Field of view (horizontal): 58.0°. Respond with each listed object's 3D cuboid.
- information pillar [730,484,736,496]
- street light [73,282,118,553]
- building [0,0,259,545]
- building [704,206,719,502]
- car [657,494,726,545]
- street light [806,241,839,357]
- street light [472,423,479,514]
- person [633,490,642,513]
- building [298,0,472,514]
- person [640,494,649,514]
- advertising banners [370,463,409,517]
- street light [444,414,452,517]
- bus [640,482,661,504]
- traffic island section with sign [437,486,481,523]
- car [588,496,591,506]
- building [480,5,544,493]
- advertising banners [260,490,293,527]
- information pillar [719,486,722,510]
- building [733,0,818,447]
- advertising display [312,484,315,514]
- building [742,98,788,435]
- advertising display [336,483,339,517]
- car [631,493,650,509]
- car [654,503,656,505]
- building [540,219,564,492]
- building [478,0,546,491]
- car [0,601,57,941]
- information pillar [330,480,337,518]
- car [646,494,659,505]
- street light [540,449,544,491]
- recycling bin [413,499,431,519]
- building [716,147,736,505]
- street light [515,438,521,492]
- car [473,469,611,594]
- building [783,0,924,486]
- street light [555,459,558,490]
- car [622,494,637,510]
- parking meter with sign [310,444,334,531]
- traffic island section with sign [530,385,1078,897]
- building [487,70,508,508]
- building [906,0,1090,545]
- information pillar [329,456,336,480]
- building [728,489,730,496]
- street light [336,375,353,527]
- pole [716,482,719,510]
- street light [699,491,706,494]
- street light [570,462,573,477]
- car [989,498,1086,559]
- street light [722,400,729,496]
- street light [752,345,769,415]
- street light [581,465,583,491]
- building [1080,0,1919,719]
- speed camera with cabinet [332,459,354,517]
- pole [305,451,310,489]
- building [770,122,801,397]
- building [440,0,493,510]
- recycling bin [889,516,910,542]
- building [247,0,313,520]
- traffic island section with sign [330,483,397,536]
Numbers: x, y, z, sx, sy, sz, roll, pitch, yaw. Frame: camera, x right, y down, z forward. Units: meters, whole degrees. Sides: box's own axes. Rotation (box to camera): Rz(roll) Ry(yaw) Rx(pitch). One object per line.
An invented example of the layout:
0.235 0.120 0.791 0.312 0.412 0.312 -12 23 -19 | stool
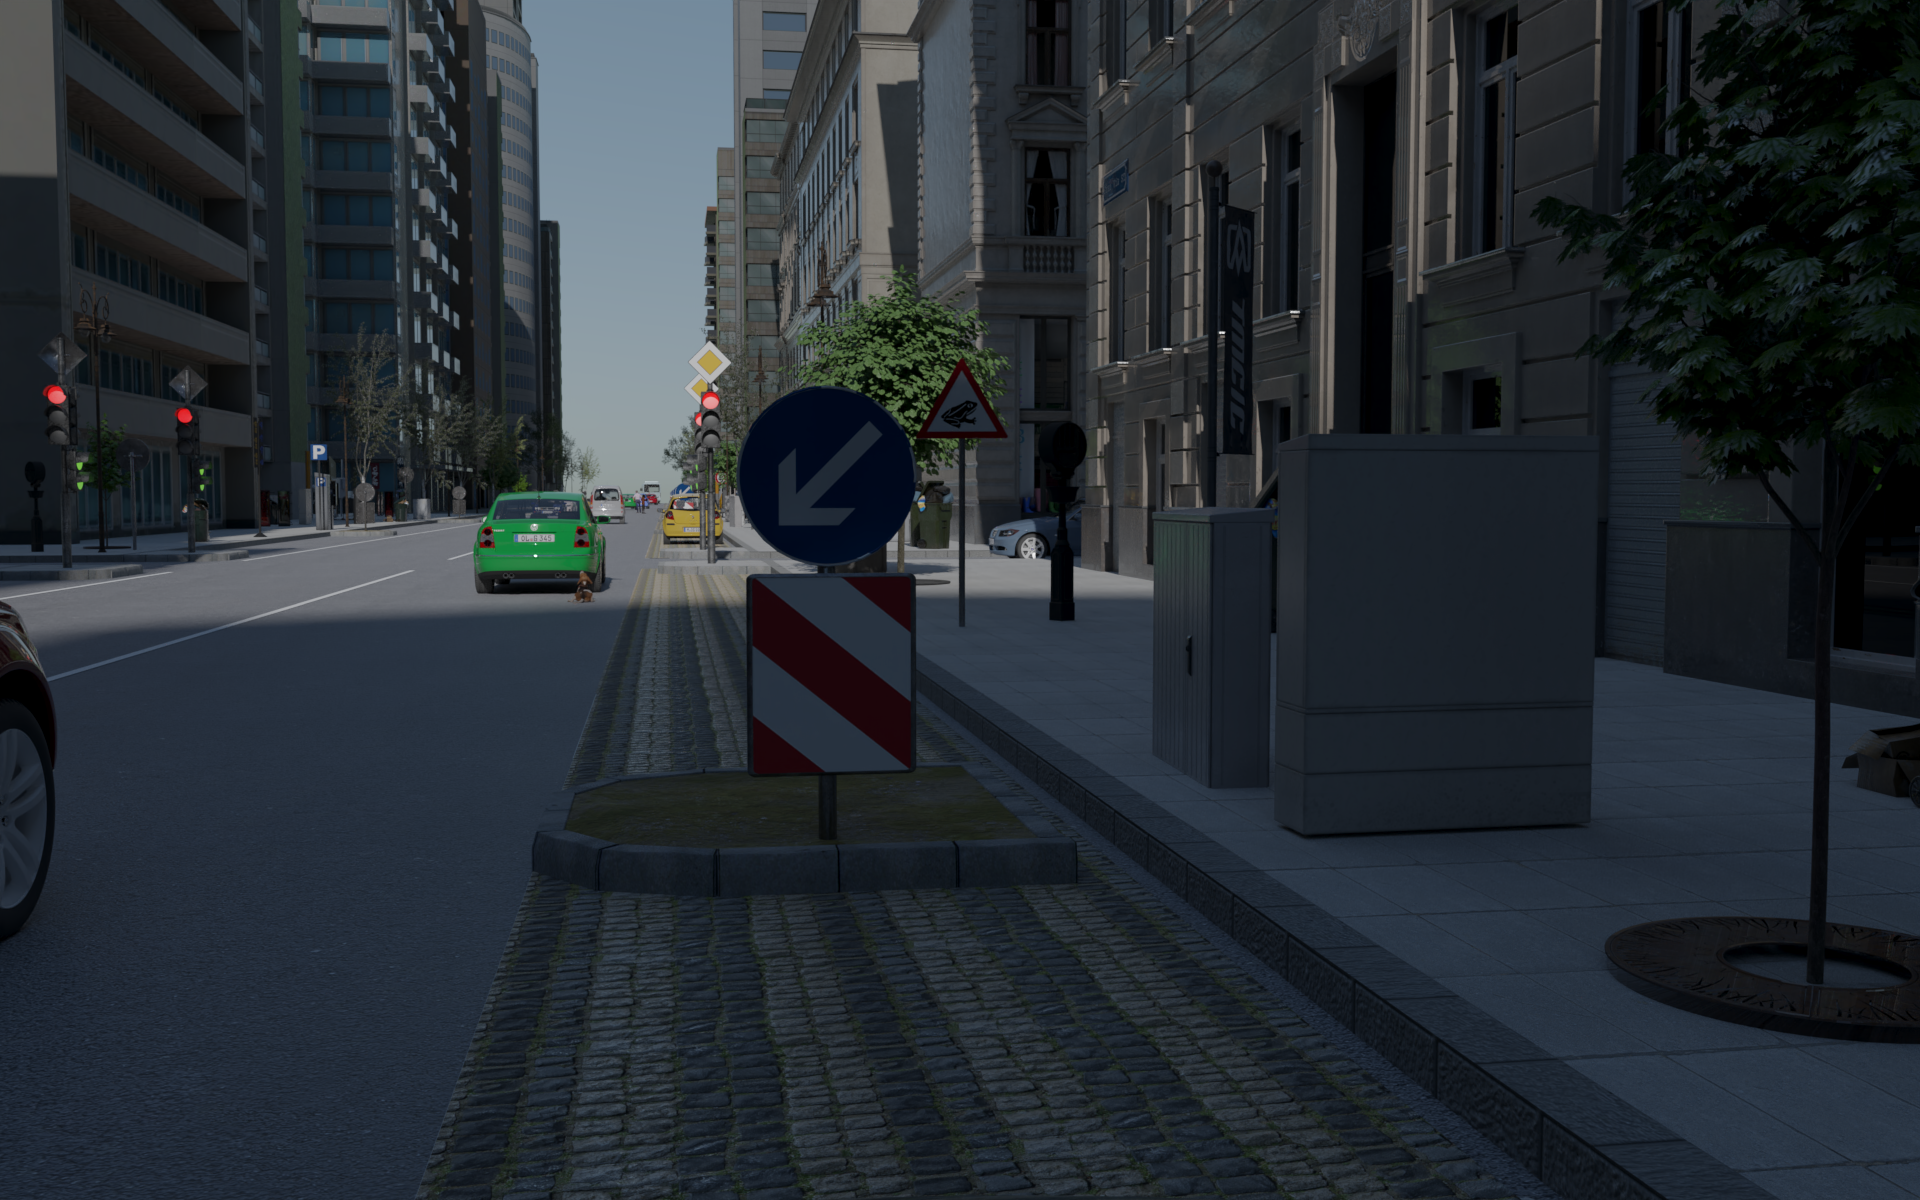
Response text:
-13.922 -6.220 106.196 0.304 2.012 0.304 0 4 1 | information pillar
-18.845 -3.981 37.873 0.468 5.910 1.993 -1 4 -10 | street light
-34.855 -26.136 51.028 21.300 48.544 21.600 -1 4 -10 | building
-26.910 -36.978 259.218 22.147 44.769 28.867 -1 4 -10 | building
-7.769 -2.446 50.222 2.015 1.641 3.980 -1 4 -10 | car
-2.525 -3.612 31.840 0.468 5.910 1.993 -1 4 -10 | street light
-31.629 -8.593 113.283 0.468 5.910 1.993 -1 4 -10 | street light
-24.566 -7.489 131.879 0.756 1.711 0.436 -1 4 -21 | person
-48.524 -30.857 124.122 23.786 49.044 30.456 -1 4 -10 | building
-23.250 -7.066 127.291 0.557 1.426 1.065 -3 5 -44 | person
-31.704 -6.117 96.204 2.074 3.025 0.090 0 4 -5 | advertising banners
-28.970 -7.658 97.998 0.468 5.910 1.993 -1 4 -10 | street light
-46.536 -16.255 260.630 2.948 3.499 13.247 -1 4 -12 | bus
-25.186 -4.804 87.181 1.989 1.847 2.006 -1 4 -10 | traffic island section with sign
-35.790 -9.831 170.954 2.015 1.641 3.980 -1 4 -9 | car
-62.084 -40.731 207.955 21.231 58.520 28.212 -1 4 -10 | building
-27.399 -4.403 68.172 2.074 3.025 0.090 -2 4 -29 | advertising banners
-15.834 -7.542 114.670 0.183 3.616 0.504 -2 4 -25 | information pillar
-9.266 -37.318 152.150 21.231 58.520 28.212 -1 4 -10 | building
-41.063 -6.399 109.834 0.123 1.923 0.974 0 4 -4 | advertising display
-9.366 -21.963 130.793 14.160 30.474 14.107 -1 4 -10 | building
-35.275 -5.654 97.654 0.123 1.923 0.974 -3 5 -42 | advertising display
-31.141 -9.729 168.656 1.945 1.707 3.694 0 4 -8 | car
-41.941 -13.578 234.006 2.014 1.417 4.499 -1 4 -9 | car
-65.210 -34.679 250.589 14.154 41.232 14.086 -1 4 -10 | building
-66.660 -48.517 231.508 20.563 71.187 20.611 -1 4 -10 | building
-3.820 0.298 3.808 2.281 1.827 5.304 0 4 -8 | car
-33.935 -5.457 93.710 0.304 2.012 0.304 -2 4 -33 | information pillar
-40.718 -13.397 228.082 2.155 1.783 4.494 0 4 -8 | car
-41.916 -12.303 173.948 0.468 5.910 1.993 -1 4 -10 | street light
-27.524 -4.649 88.562 0.722 1.027 0.722 0 4 -3 | recycling bin
-22.036 -32.072 207.973 14.154 41.232 14.086 -1 4 -10 | building
-36.782 -10.478 144.110 0.468 5.910 1.993 -1 4 -10 | street light
-6.336 -1.076 26.394 1.959 1.807 4.718 -1 4 -10 | car
1.290 -14.875 76.491 16.112 22.955 30.059 -1 4 -10 | building
-45.497 -13.607 195.267 0.468 5.910 1.993 -1 4 -10 | street light
-30.031 -9.042 156.638 1.959 1.807 4.718 -1 4 -10 | car
-22.670 -4.000 61.666 0.543 3.016 1.738 -1 4 -12 | parking meter with sign
-0.712 0.094 7.096 1.989 1.847 2.006 -1 4 -10 | traffic island section with sign
-50.187 -29.205 161.093 14.154 41.232 14.086 -1 4 -10 | building
8.685 -13.496 49.540 19.941 23.489 11.050 -1 4 -10 | building
-38.813 -7.085 107.192 0.183 3.616 0.504 1 4 22 | information pillar
-13.401 -45.190 177.104 20.563 71.187 20.611 -1 4 -10 | building
-23.912 -5.788 67.418 0.468 5.910 1.993 -1 4 -10 | street light
-14.140 -6.544 100.845 0.158 3.312 0.155 0 3 0 | pole
-19.058 -9.579 129.403 0.468 5.910 1.993 -1 4 -10 | street light
-50.392 -15.416 224.841 0.468 5.910 1.993 -1 4 -10 | street light
2.842 -1.488 36.336 4.499 1.417 2.014 0 4 -8 | car
-11.316 -6.813 84.180 0.468 5.910 1.993 -1 4 -10 | street light
-6.212 -4.964 53.949 0.468 5.910 1.993 -1 4 -10 | street light
-55.535 -17.243 254.701 0.468 5.910 1.993 -1 4 -10 | street light
9.666 -13.507 18.096 12.463 27.353 25.104 -1 4 -10 | building
-35.069 -6.419 99.283 0.660 3.252 2.038 1 4 21 | speed camera with cabinet
-30.893 -5.397 82.082 0.158 3.312 0.155 0 3 0 | pole
-4.347 -18.730 103.497 12.463 27.353 25.104 -1 4 -10 | building
-47.750 -30.389 146.965 14.600 45.320 14.200 -1 4 -10 | building
-1.695 -2.077 46.517 0.722 1.027 0.722 2 4 23 | recycling bin
-39.801 -24.362 81.919 14.154 41.232 14.086 -1 4 -10 | building
-20.571 -3.133 59.857 1.989 1.847 2.006 -1 4 -10 | traffic island section with sign
